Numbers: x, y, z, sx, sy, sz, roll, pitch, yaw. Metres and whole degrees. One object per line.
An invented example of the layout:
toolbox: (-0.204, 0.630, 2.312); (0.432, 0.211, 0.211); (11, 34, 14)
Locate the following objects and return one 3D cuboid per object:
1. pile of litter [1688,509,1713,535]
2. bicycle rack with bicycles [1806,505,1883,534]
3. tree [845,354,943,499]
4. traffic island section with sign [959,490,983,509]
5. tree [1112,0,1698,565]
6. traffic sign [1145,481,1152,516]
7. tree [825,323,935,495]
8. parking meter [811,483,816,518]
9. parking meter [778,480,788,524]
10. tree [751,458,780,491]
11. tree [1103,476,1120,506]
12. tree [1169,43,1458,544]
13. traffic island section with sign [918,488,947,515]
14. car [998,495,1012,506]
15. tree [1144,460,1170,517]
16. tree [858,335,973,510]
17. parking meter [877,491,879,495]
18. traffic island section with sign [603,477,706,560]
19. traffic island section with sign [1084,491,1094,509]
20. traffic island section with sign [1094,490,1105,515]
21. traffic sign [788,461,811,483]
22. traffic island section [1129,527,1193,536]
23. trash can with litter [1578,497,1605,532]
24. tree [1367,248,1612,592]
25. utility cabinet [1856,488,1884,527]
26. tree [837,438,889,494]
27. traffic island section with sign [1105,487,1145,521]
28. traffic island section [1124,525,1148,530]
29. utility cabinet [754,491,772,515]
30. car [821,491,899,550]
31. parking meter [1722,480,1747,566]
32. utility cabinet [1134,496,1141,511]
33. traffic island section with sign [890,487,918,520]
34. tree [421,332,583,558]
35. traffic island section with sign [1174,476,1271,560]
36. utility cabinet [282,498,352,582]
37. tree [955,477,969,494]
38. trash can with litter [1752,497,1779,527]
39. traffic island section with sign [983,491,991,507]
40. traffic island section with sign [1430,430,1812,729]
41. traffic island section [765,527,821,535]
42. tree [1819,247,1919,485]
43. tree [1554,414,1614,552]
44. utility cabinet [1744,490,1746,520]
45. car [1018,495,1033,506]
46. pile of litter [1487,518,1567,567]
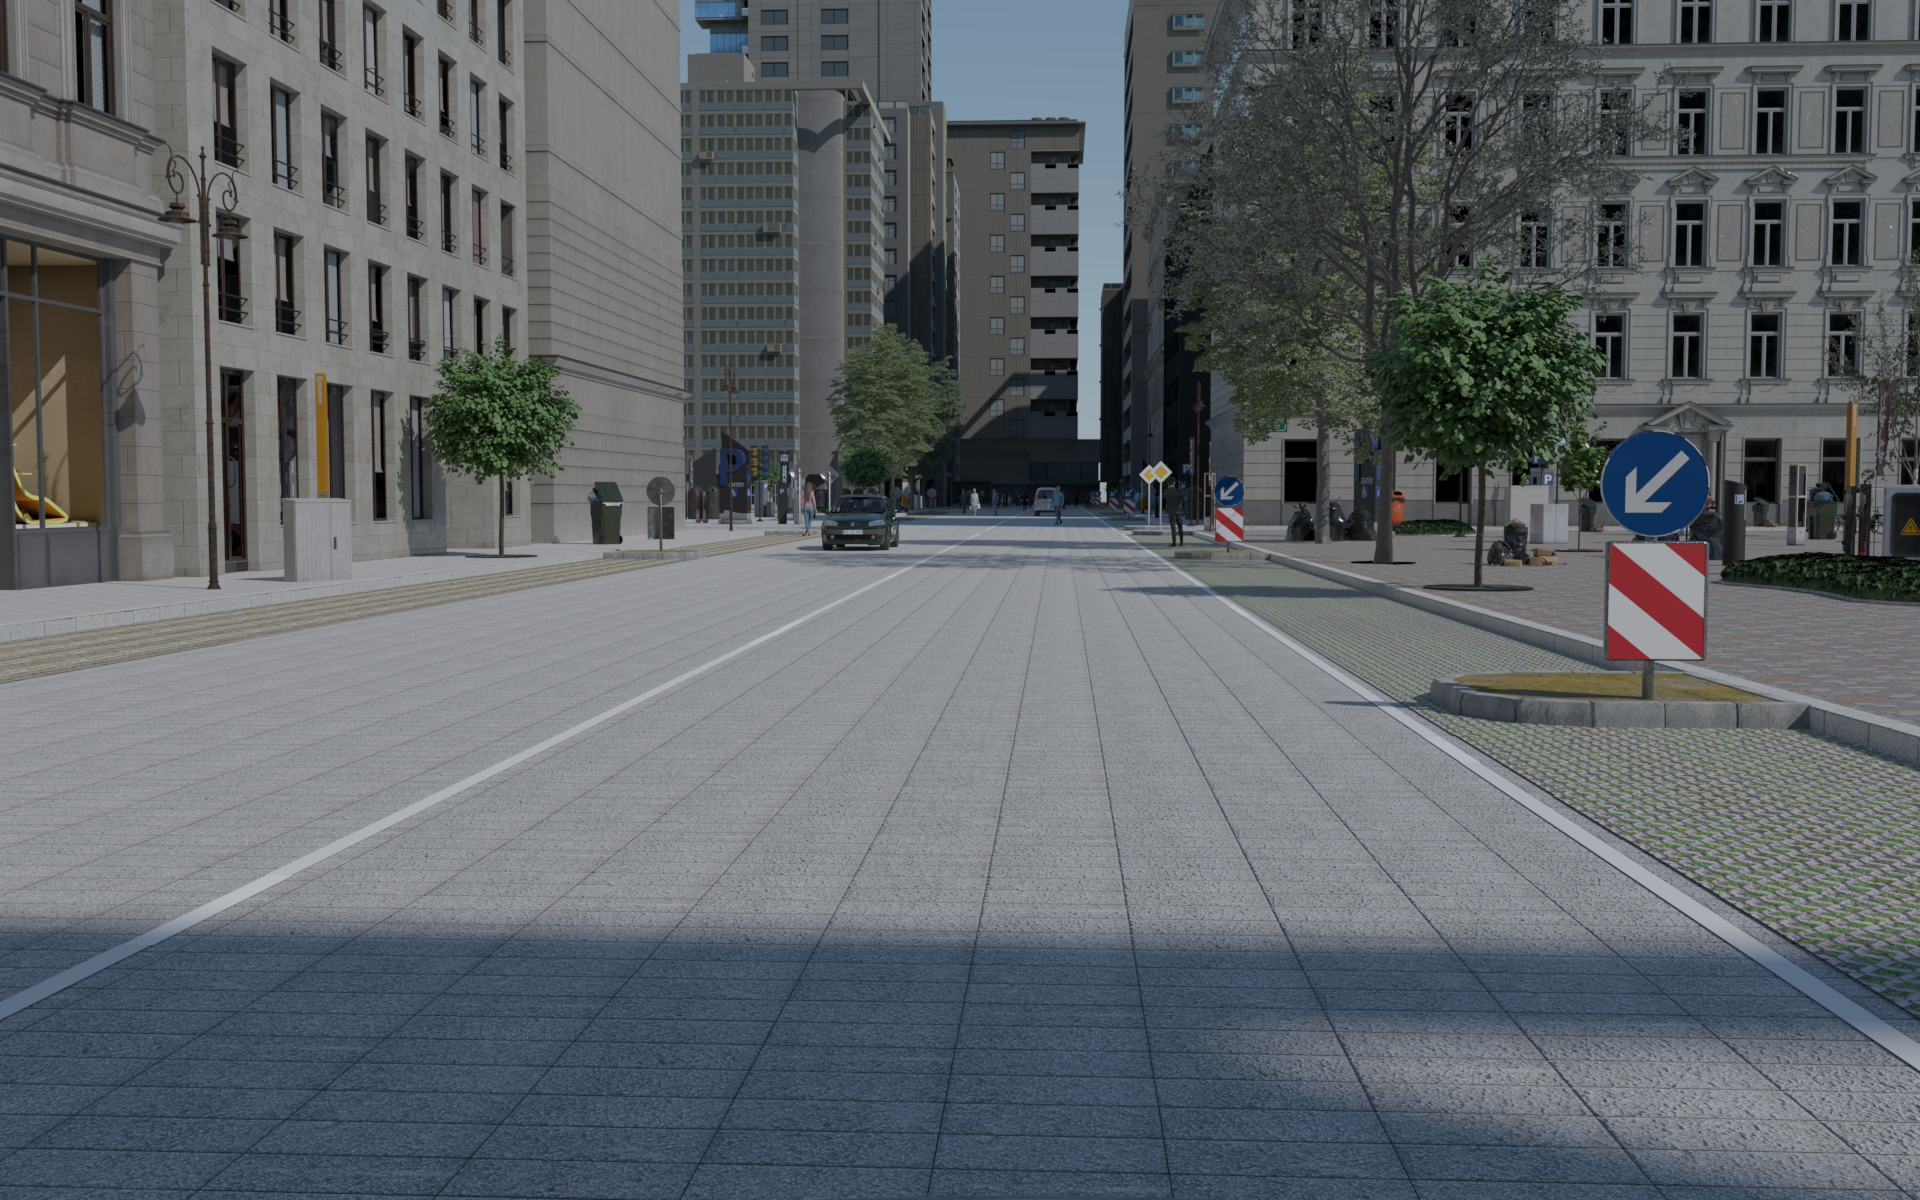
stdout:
pile of litter: (23.764, -2.484, 54.576); (1.719, 0.858, 1.176); (0, 4, 2)
bicycle rack with bicycles: (29.391, -2.625, 56.306); (2.852, 0.926, 2.925); (0, 4, -5)
tree: (-4.849, -12.315, 127.112); (9.928, 11.665, 9.643); (0, 3, 0)
traffic island section with sign: (0.990, -9.982, 171.840); (1.989, 1.847, 2.006); (0, 4, 3)
tree: (7.919, -7.406, 31.456); (12.009, 13.543, 11.850); (0, 3, 0)
traffic sign: (11.035, -6.115, 100.079); (0.768, 2.556, 0.104); (1, 4, 11)
tree: (-5.278, -12.033, 114.874); (7.486, 12.596, 7.792); (0, 3, 0)
parking meter: (-7.861, -5.274, 91.944); (0.255, 1.863, 0.399); (3, 5, 40)
parking meter: (-7.518, -4.147, 73.510); (0.399, 1.863, 0.255); (0, 4, 3)
tree: (-15.898, -9.566, 140.120); (4.285, 4.588, 4.351); (0, 3, 0)
tree: (18.515, -13.459, 214.650); (1.663, 3.219, 1.824); (0, 3, 0)
tree: (8.987, -7.736, 44.608); (7.486, 12.596, 7.792); (0, 3, 0)
traffic island section with sign: (-1.930, -6.899, 121.425); (1.989, 1.847, 2.006); (0, 4, 3)
car: (5.196, -11.903, 206.972); (2.083, 1.381, 4.827); (0, 4, 4)
tree: (11.343, -6.282, 97.320); (1.663, 3.219, 1.824); (0, 3, 0)
tree: (-3.686, -14.091, 137.043); (9.857, 13.997, 8.962); (0, 3, 0)
parking meter: (-6.002, -7.104, 124.554); (0.372, 1.533, 0.369); (0, 3, 0)
traffic island section with sign: (-6.736, -1.834, 38.610); (1.989, 1.847, 2.006); (0, 4, 3)
traffic island section with sign: (13.449, -9.895, 170.403); (1.989, 1.847, 2.006); (0, 4, 3)
traffic island section with sign: (10.534, -6.829, 120.287); (1.989, 1.847, 2.006); (0, 4, 3)
traffic sign: (-5.711, -3.629, 61.524); (0.795, 2.593, 0.064); (0, 4, 3)
traffic island section: (7.085, -2.359, 60.847); (2.009, 0.180, 2.903); (0, 4, 3)
trash can with litter: (21.346, -2.875, 58.394); (0.624, 1.170, 1.055); (-1, 4, -18)
tree: (6.984, -2.417, 23.233); (4.285, 4.588, 4.351); (0, 3, 0)
utility cabinet: (35.128, -3.564, 66.946); (1.173, 1.500, 0.318); (0, 4, 8)
tree: (-5.647, -7.217, 101.718); (4.285, 4.588, 4.351); (0, 3, 0)
traffic island section with sign: (8.978, -5.183, 93.376); (1.989, 1.847, 2.006); (0, 4, 3)
traffic island section: (7.547, -2.846, 68.819); (2.009, 0.180, 2.903); (0, 4, 3)
utility cabinet: (-11.873, -5.811, 103.693); (0.318, 1.500, 1.173); (2, 4, 26)
car: (-2.578, -2.175, 45.344); (2.009, 1.686, 4.222); (0, 4, 3)
parking meter: (13.829, -1.377, 30.923); (0.372, 1.533, 0.369); (0, 3, 0)
utility cabinet: (13.868, -7.541, 134.456); (0.306, 1.237, 1.020); (3, 4, 36)
traffic island section with sign: (-3.486, -5.251, 94.487); (1.989, 1.847, 2.006); (0, 4, 3)
tree: (-9.323, -3.143, 35.109); (4.285, 4.588, 4.351); (0, 3, 0)
traffic island section with sign: (5.785, -1.821, 38.400); (1.989, 1.847, 2.006); (0, 4, 3)
utility cabinet: (-9.498, -0.885, 25.638); (0.306, 1.237, 1.020); (2, 4, 31)
tree: (0.250, -12.447, 198.104); (1.663, 3.219, 1.824); (0, 3, 0)
trash can with litter: (31.363, -3.424, 67.366); (0.624, 1.170, 1.055); (-2, 4, -24)
traffic island section with sign: (2.547, -11.628, 198.751); (1.989, 1.847, 2.006); (0, 4, 3)
traffic island section with sign: (4.233, -0.175, 11.489); (1.989, 1.847, 2.006); (0, 4, 3)
traffic island section: (-5.735, -2.404, 61.593); (2.009, 0.180, 2.903); (0, 4, 3)
tree: (27.596, -6.113, 50.312); (4.360, 8.622, 3.978); (0, 3, 0)
tree: (13.711, -2.676, 38.350); (1.663, 3.219, 1.824); (0, 3, 0)
utility cabinet: (23.785, -2.701, 52.845); (0.318, 1.500, 1.173); (2, 4, 26)
car: (7.936, -12.179, 211.707); (1.945, 1.354, 3.894); (0, 4, 3)
pile of litter: (10.238, -1.054, 31.204); (1.719, 0.858, 1.176); (-1, 4, -17)
